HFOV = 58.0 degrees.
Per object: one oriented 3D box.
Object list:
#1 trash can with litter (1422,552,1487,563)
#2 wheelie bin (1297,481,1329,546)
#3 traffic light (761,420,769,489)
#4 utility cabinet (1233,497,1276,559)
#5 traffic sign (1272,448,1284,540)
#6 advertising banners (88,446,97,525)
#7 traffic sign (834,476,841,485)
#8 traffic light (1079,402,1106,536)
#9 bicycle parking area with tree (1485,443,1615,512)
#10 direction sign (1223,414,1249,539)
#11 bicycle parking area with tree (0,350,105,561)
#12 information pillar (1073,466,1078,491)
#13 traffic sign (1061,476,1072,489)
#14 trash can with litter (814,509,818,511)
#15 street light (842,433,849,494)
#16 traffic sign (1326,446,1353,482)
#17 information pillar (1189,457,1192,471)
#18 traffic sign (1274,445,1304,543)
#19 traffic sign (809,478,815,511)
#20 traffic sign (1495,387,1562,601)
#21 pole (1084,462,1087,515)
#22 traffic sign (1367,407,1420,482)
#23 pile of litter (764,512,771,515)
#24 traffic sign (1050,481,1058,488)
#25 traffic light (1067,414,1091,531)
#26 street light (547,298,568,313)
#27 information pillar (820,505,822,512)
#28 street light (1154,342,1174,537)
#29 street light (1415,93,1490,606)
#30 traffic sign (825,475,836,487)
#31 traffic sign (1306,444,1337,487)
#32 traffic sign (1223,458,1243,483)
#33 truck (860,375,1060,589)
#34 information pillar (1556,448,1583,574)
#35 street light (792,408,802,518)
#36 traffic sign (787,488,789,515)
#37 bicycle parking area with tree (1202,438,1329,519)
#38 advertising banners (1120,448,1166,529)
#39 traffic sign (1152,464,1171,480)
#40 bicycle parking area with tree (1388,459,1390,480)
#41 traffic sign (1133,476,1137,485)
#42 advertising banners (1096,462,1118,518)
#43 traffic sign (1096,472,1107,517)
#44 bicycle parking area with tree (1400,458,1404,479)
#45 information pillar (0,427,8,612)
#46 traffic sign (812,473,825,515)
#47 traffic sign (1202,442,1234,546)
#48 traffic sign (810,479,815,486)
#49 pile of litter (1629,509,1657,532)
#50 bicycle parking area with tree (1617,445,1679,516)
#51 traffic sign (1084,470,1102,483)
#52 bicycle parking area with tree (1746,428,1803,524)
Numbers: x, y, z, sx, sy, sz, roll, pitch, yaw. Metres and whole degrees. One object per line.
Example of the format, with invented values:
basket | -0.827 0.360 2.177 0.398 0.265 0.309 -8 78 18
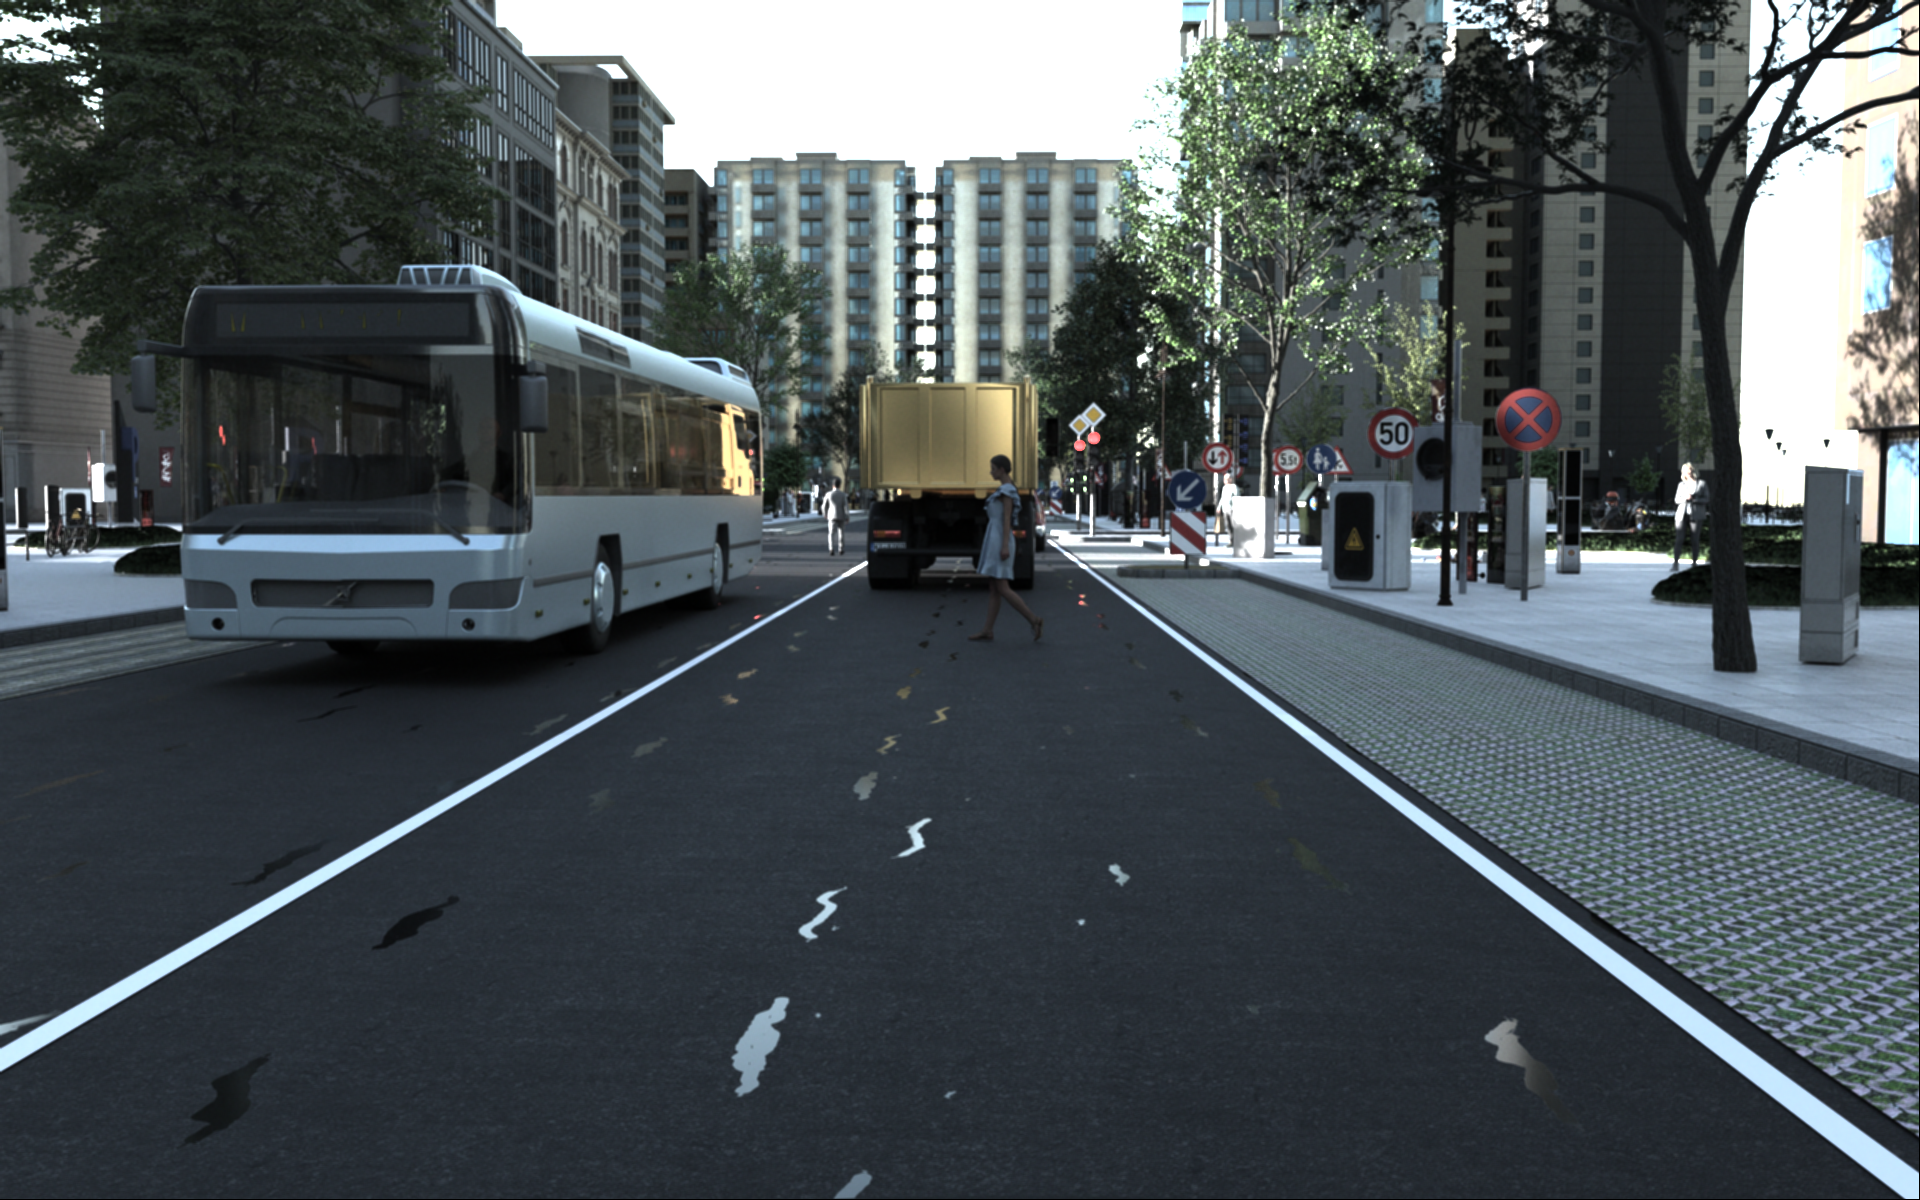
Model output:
trash can with litter | 9.636 -1.338 32.942 1.678 1.210 2.233 0 4 8
wheelie bin | 8.789 -2.150 43.067 0.693 1.594 0.980 -1 4 -9
traffic light | -7.185 -4.411 61.047 0.839 4.253 0.868 0 4 1
utility cabinet | 5.894 -1.440 34.710 0.306 1.237 1.020 -2 4 -28
traffic sign | 8.779 -2.922 47.875 0.768 2.556 0.104 0 4 6
advertising banners | -32.231 -4.167 64.313 0.090 3.025 2.074 -1 4 -21
traffic sign | -8.812 -7.527 123.166 0.768 2.556 0.104 0 4 4
traffic light | 4.054 -3.913 52.906 0.839 4.253 0.868 0 4 1
bicycle parking area with tree | 32.215 -6.849 98.989 8.231 4.147 9.016 2 4 31
direction sign | 7.811 -3.495 49.148 0.876 3.537 0.379 -2 4 -27
bicycle parking area with tree | -21.630 -2.865 33.847 8.231 4.147 9.016 0 4 0
information pillar | 7.601 -7.449 113.142 0.504 3.616 0.183 1 4 17
traffic sign | 7.144 -7.048 115.235 0.884 2.594 0.081 0 4 6
trash can with litter | -11.631 -7.478 133.322 2.233 1.210 1.678 -2 4 -29
street light | -8.231 -9.316 125.105 0.468 5.910 1.993 0 4 1
traffic sign | 10.083 -2.839 46.423 0.884 2.594 0.081 0 4 4
information pillar | 10.747 -5.470 80.785 0.183 3.616 0.504 1 4 10
traffic sign | 8.517 -2.742 44.936 0.768 2.556 0.104 0 4 7
traffic sign | -11.004 -7.952 130.126 0.768 2.556 0.104 1 4 9
traffic sign | 6.793 -1.264 20.777 0.768 2.556 0.104 0 4 8
pole | 7.679 -6.820 105.345 0.158 3.312 0.155 0 3 0
traffic sign | 6.373 -1.554 25.506 0.768 2.556 0.104 0 4 8
pile of litter | -12.374 -5.802 108.826 1.176 0.858 1.719 3 5 45
traffic sign | 7.331 -8.117 134.845 0.606 2.300 0.079 1 4 9
traffic light | 4.175 -4.402 60.890 0.839 4.253 0.868 0 4 1
street light | -9.493 -4.176 41.064 0.468 5.910 1.993 0 4 1
information pillar | -10.190 -7.484 126.847 0.304 2.012 0.304 1 4 9
street light | 6.099 -4.836 51.864 0.468 5.910 1.993 0 4 1
street light | 5.591 -2.875 19.789 0.468 5.910 1.993 0 4 1
traffic sign | -8.732 -7.143 116.898 0.768 2.556 0.104 0 4 5
traffic sign | 9.166 -2.684 43.986 0.768 2.556 0.104 1 4 9
traffic sign | 9.672 -3.757 61.532 0.768 2.556 0.104 0 4 1
truck | 0.029 -2.070 29.771 3.469 3.379 9.791 0 4 2
information pillar | 9.829 -1.434 27.932 0.304 2.012 0.304 0 4 2
street light | -8.760 -7.380 93.453 0.468 5.910 1.993 0 4 1
traffic sign | -10.430 -6.417 105.027 0.768 2.556 0.104 0 4 6
bicycle parking area with tree | 17.005 -6.362 91.021 9.016 4.147 8.231 0 4 5
advertising banners | 6.909 -4.199 64.847 2.074 3.025 0.090 -2 4 -33
traffic sign | 7.895 -4.122 67.391 0.884 2.594 0.081 0 4 7
bicycle parking area with tree | 24.768 -8.309 122.848 9.016 4.147 8.231 2 4 29
traffic sign | 11.929 -7.317 119.745 0.768 2.556 0.104 0 4 7
advertising banners | 8.344 -5.970 93.793 2.074 3.025 0.090 0 4 -6
traffic sign | 7.737 -5.848 95.721 0.768 2.556 0.104 0 4 3
bicycle parking area with tree | 32.885 -8.836 131.470 9.016 4.147 8.231 1 4 18
information pillar | -10.621 -0.878 18.849 0.304 2.012 0.304 0 4 6
traffic sign | -8.618 -6.440 105.399 0.768 2.556 0.104 0 4 4
traffic sign | 6.307 -2.589 42.440 0.768 2.556 0.104 1 4 10
traffic sign | -9.919 -7.265 118.522 0.795 2.593 0.064 0 4 5
pile of litter | 20.455 -2.313 51.777 1.176 0.858 1.719 -3 4 -36
bicycle parking area with tree | 43.425 -7.054 102.327 8.231 4.147 9.016 0 4 -6
traffic sign | 6.309 -5.043 82.455 0.884 2.594 0.081 0 4 7
bicycle parking area with tree | 37.334 -5.331 74.156 9.016 4.147 8.231 -3 5 -40
